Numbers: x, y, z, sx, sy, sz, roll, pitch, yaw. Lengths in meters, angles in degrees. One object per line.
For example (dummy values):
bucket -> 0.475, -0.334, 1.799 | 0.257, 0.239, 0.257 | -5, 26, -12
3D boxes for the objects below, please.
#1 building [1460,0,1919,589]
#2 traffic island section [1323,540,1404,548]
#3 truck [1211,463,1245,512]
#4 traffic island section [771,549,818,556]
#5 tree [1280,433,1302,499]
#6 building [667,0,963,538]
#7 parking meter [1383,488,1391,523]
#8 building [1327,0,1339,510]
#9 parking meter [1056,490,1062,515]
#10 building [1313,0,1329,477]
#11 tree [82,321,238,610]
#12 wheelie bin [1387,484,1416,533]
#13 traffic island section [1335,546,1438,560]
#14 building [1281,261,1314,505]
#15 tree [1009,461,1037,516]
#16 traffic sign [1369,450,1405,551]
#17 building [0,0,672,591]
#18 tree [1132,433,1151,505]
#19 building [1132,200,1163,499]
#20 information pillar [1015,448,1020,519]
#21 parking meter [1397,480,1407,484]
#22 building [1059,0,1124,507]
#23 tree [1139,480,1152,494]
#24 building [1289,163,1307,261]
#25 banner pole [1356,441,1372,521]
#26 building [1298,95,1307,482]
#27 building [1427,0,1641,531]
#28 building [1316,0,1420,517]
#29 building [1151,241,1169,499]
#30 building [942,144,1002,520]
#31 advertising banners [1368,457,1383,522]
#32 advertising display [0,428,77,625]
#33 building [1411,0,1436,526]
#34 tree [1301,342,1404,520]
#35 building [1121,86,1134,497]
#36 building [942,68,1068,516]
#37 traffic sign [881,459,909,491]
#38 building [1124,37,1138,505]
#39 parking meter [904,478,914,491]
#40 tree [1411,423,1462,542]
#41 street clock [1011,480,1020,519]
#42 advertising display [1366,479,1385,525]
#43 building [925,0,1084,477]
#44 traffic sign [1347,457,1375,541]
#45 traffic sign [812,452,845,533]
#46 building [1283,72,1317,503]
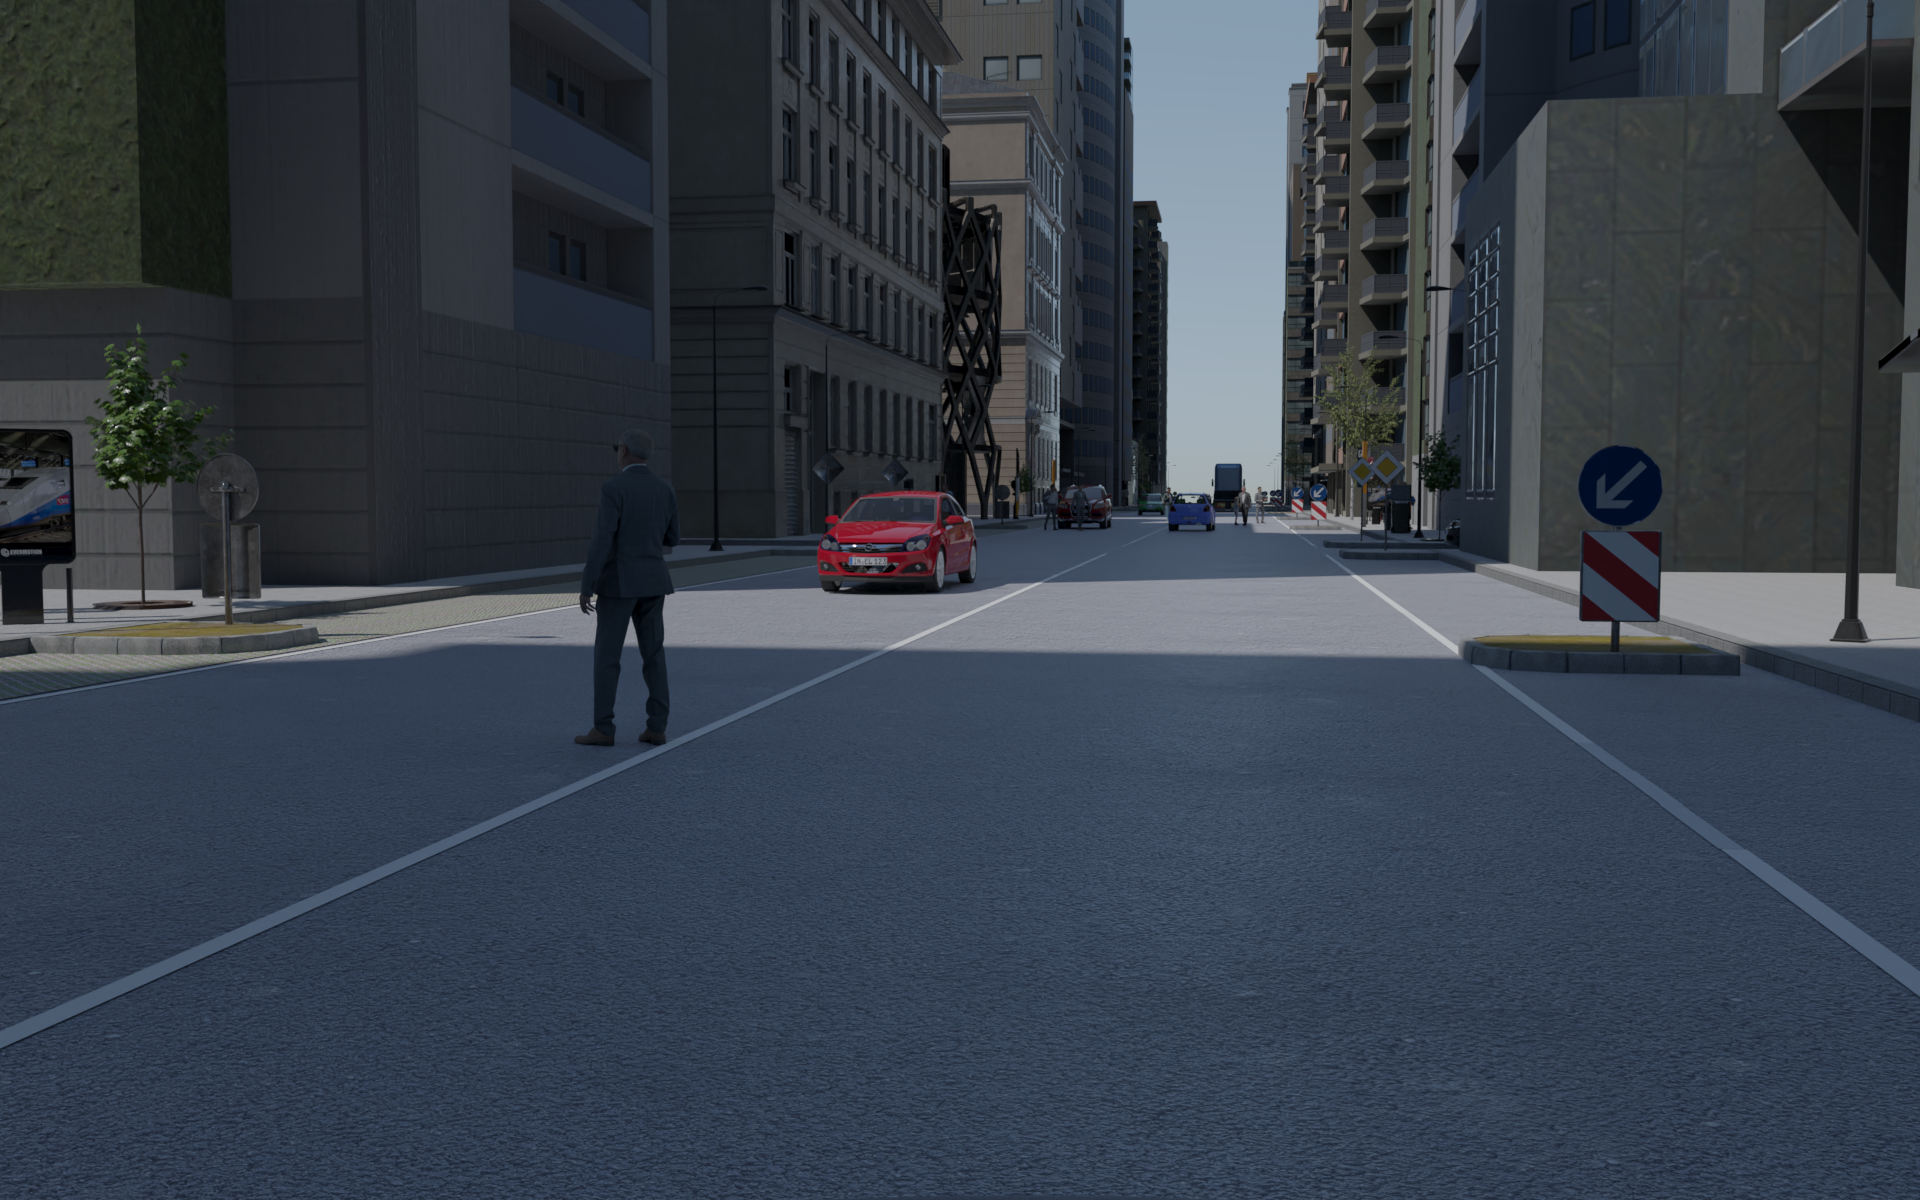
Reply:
building -> 19.810, -43.226, 19.415 | 22.319, 86.520, 31.000 | 1, 4, 9
traffic island section -> 10.906, -1.510, 46.963 | 2.009, 0.180, 2.903 | 1, 4, 9
truck -> 22.604, -9.550, 145.906 | 2.967, 4.110, 18.799 | 1, 4, 9
traffic island section -> -3.151, -1.155, 41.159 | 2.009, 0.180, 2.903 | 1, 4, 9
tree -> 39.443, -15.478, 203.434 | 4.737, 8.622, 4.395 | 0, 3, 0
building -> -10.218, -14.147, 64.585 | 16.112, 22.955, 30.059 | 1, 4, 9
parking meter -> 18.954, -4.182, 76.787 | 0.372, 1.533, 0.369 | 0, 3, 0
building -> 35.100, -29.421, 131.137 | 14.600, 45.320, 14.200 | 1, 4, 9
parking meter -> 6.171, -6.075, 107.730 | 0.372, 1.533, 0.369 | 0, 3, 0
building -> 45.069, -34.320, 150.374 | 28.713, 52.752, 27.495 | 1, 4, 9
tree -> -9.230, -1.517, 19.409 | 1.663, 3.219, 1.824 | 0, 3, 0
wheelie bin -> 14.370, -2.976, 56.570 | 0.980, 1.594, 0.693 | 1, 4, 12
traffic island section -> 9.622, -1.028, 39.082 | 2.009, 0.180, 2.903 | 1, 4, 9
building -> 47.352, -27.055, 214.044 | 14.160, 30.474, 14.107 | 1, 4, 9
tree -> 3.599, -6.495, 100.801 | 1.663, 3.219, 1.824 | 0, 3, 0
traffic sign -> 9.597, -2.163, 39.008 | 0.795, 2.450, 0.064 | 1, 4, 9
building -> -20.684, -30.032, 33.023 | 28.212, 58.520, 21.231 | 1, 4, 9
tree -> 20.201, -15.250, 199.699 | 4.360, 8.622, 3.978 | 0, 3, 0
building -> 17.975, -36.578, 252.680 | 22.147, 44.769, 28.867 | 1, 4, 9
information pillar -> 2.929, -5.906, 87.921 | 0.183, 3.616, 0.504 | 1, 4, 13
parking meter -> 18.444, -4.070, 72.248 | 0.399, 1.863, 0.255 | 0, 4, -1
building -> 4.244, -38.222, 166.925 | 21.231, 58.520, 28.212 | 1, 4, 9
tree -> 22.733, -13.334, 212.618 | 1.663, 3.219, 1.824 | 0, 3, 0
building -> 50.424, -35.335, 227.843 | 14.600, 45.320, 14.200 | 1, 4, 9
banner pole -> 19.116, -5.604, 81.637 | 0.863, 3.779, 0.401 | 0, 3, 0
building -> 46.591, -32.064, 178.868 | 22.147, 44.769, 28.867 | 1, 4, 9
building -> 29.936, -31.193, 52.006 | 28.212, 58.520, 21.231 | 1, 4, 9
building -> 32.308, -27.345, 101.715 | 22.147, 44.769, 28.867 | 1, 4, 9
building -> 25.468, -36.093, 273.719 | 14.154, 41.232, 14.086 | 1, 4, 9
building -> -6.461, -13.533, 88.713 | 16.820, 18.784, 16.811 | 1, 4, 9
advertising banners -> 19.442, -5.144, 80.298 | 0.090, 3.025, 2.074 | -1, 4, -18
advertising display -> -9.253, -0.724, 17.044 | 0.974, 1.923, 0.123 | -2, 4, -33
building -> 26.359, -18.446, 73.297 | 14.160, 30.474, 14.107 | 1, 4, 9
tree -> 19.405, -8.200, 84.435 | 4.737, 8.622, 4.395 | 0, 3, 0
building -> 11.377, -32.904, 188.092 | 14.600, 45.320, 14.200 | 1, 4, 9
building -> -0.649, -19.962, 112.285 | 13.634, 28.700, 20.117 | 1, 4, 9
traffic sign -> -1.842, -2.773, 48.975 | 0.795, 2.450, 0.064 | 1, 4, 9
building -> 12.108, -55.604, 221.797 | 22.319, 86.520, 31.000 | 1, 4, 9
parking meter -> -1.918, -3.604, 64.642 | 0.255, 1.863, 0.399 | 2, 4, 25
tree -> 13.060, -3.207, 47.035 | 1.663, 3.219, 1.824 | 0, 3, 0
street clock -> 2.838, -5.142, 88.635 | 0.358, 2.002, 0.471 | -3, 5, -42
advertising display -> 17.474, -4.127, 72.691 | 0.974, 1.923, 0.123 | -1, 4, -19
building -> -4.457, -33.642, 139.284 | 28.713, 52.752, 27.495 | 1, 4, 9
traffic sign -> 10.881, -2.645, 46.890 | 0.795, 2.450, 0.064 | 1, 4, 9
traffic sign -> -3.126, -2.291, 41.094 | 0.795, 2.450, 0.064 | 1, 4, 9
building -> 57.174, -43.168, 247.789 | 21.231, 58.520, 28.212 | 1, 4, 9
